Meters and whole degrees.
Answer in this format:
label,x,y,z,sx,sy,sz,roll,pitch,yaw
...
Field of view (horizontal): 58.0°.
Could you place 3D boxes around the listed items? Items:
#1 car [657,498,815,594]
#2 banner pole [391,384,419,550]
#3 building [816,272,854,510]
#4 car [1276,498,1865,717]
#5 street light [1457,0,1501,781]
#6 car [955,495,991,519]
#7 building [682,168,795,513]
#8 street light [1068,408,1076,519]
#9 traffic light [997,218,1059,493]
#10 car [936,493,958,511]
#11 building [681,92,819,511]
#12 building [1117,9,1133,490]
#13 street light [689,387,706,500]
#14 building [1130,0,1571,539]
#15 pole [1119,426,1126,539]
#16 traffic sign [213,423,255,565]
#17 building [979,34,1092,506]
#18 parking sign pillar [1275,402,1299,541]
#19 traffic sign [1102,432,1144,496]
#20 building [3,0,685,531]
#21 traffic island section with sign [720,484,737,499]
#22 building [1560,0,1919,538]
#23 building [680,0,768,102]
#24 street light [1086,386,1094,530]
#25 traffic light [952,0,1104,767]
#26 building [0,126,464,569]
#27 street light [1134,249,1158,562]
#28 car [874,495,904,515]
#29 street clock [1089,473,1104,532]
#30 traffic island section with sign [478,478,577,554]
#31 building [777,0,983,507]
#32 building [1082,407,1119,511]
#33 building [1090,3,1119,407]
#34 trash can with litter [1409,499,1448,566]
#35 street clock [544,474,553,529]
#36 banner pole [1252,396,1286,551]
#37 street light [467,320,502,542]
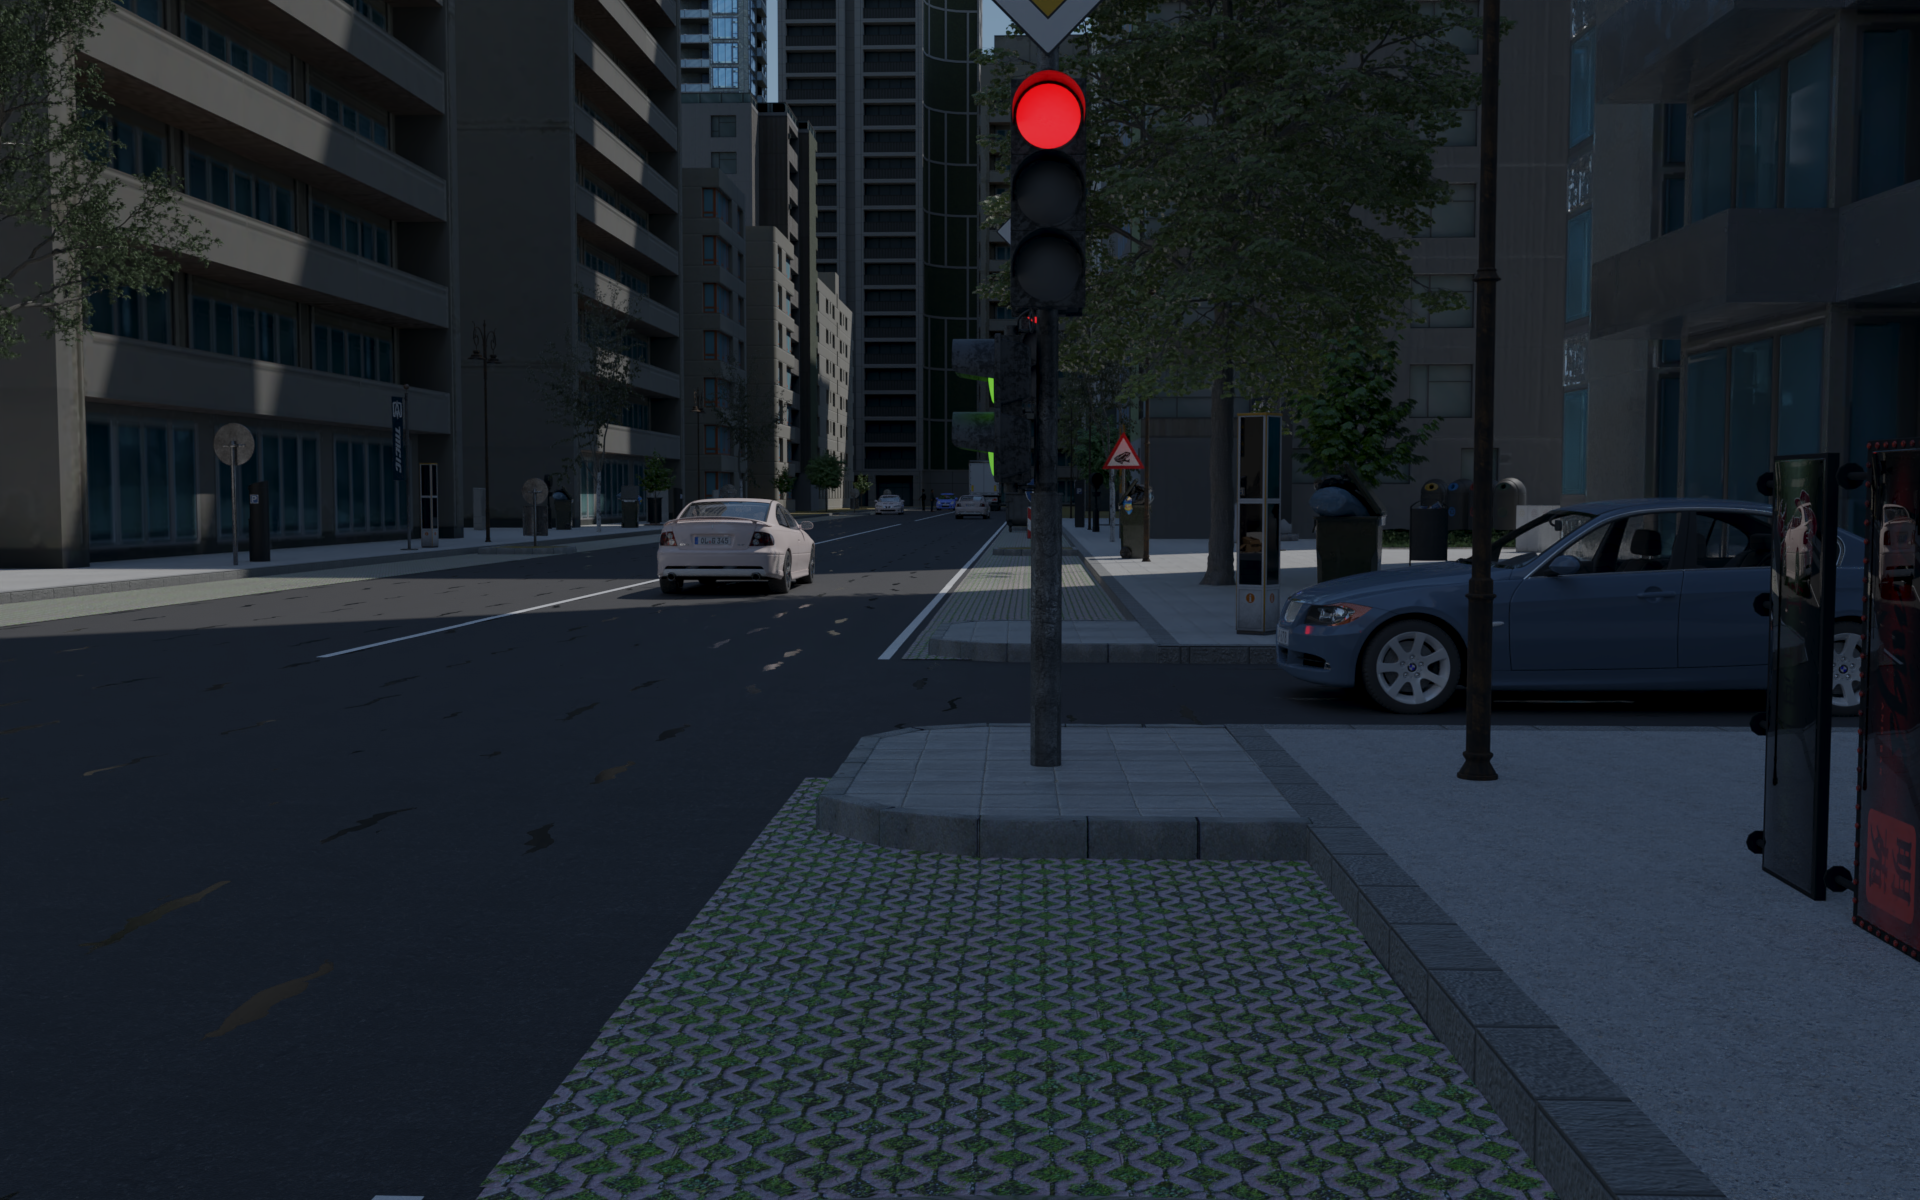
label,x,y,z,sx,sy,sz,roll,pitch,yaw
car,-3.334,-0.854,26.325,2.083,1.381,4.827,0,4,2
banner pole,-12.653,-3.014,39.295,0.401,3.779,0.863,1,4,13
building,-25.203,-18.822,152.771,28.899,21.520,27.650,0,4,2
car,4.464,0.001,11.983,4.499,1.417,2.014,0,4,2
street light,2.339,-2.132,7.649,0.468,5.910,1.993,0,4,2
car,0.744,-5.370,100.168,2.083,1.381,4.827,0,4,4
building,-25.966,-16.021,106.987,27.650,21.520,28.899,0,4,2
street light,5.827,-7.213,90.721,0.468,5.910,1.993,0,4,2
traffic light,0.719,-1.661,16.072,0.839,4.253,0.868,0,4,2
car,-1.127,-8.716,152.094,1.945,1.707,3.694,0,4,4
building,-18.363,-21.810,128.292,14.160,30.474,14.107,0,4,2
building,16.265,-27.425,98.517,14.600,45.320,14.200,0,4,2
street light,-11.312,-6.248,74.945,0.468,5.910,1.993,0,4,2
building,12.437,-22.701,54.748,14.154,41.232,14.086,0,4,2
pole,4.692,-3.431,49.932,0.158,3.312,0.155,0,3,0
traffic sign,-13.032,-1.895,31.088,0.768,2.556,0.104,0,4,4
building,13.018,-34.456,187.052,21.600,48.544,21.300,0,4,2
parking sign pillar,8.587,-3.612,47.535,1.447,3.967,1.447,3,5,44
traffic sign,3.455,-2.242,36.657,0.884,2.594,0.081,0,4,7
building,-24.820,-27.611,75.142,21.300,48.544,21.600,0,4,2
traffic island section with sign,-9.233,-3.686,68.888,1.989,1.847,2.006,0,4,2
building,24.637,-24.716,23.714,30.456,49.044,23.786,0,4,2
building,-33.867,-53.504,187.460,31.000,86.520,22.319,0,4,2
street light,4.638,-5.446,61.836,0.468,5.910,1.993,0,4,2
traffic light,0.388,-1.173,8.094,0.839,4.253,0.868,0,4,2
building,-25.566,-25.405,39.078,21.300,48.544,21.600,0,4,2
street light,3.531,-3.662,32.658,0.468,5.910,1.993,0,4,2
car,-4.900,-6.634,120.833,2.083,1.381,4.827,0,4,1
street clock,4.600,-3.301,58.549,0.471,2.002,0.358,-2,4,-25
traffic island section with sign,-10.353,-2.026,41.750,1.989,1.847,2.006,0,4,2
building,-8.113,-45.744,186.169,20.611,71.187,20.563,0,4,2
building,20.216,-49.374,119.936,22.319,86.520,31.000,0,4,2
building,25.201,-34.296,149.979,28.713,52.752,27.495,0,4,2
trash can with litter,6.972,-0.806,24.238,2.233,1.210,1.678,0,4,8
street clock,-15.139,-3.619,63.736,0.358,2.002,0.471,0,4,-1
banner pole,6.956,-3.002,39.093,0.863,3.779,0.401,2,4,24
street light,-12.603,-4.483,46.078,0.468,5.910,1.993,0,4,2
